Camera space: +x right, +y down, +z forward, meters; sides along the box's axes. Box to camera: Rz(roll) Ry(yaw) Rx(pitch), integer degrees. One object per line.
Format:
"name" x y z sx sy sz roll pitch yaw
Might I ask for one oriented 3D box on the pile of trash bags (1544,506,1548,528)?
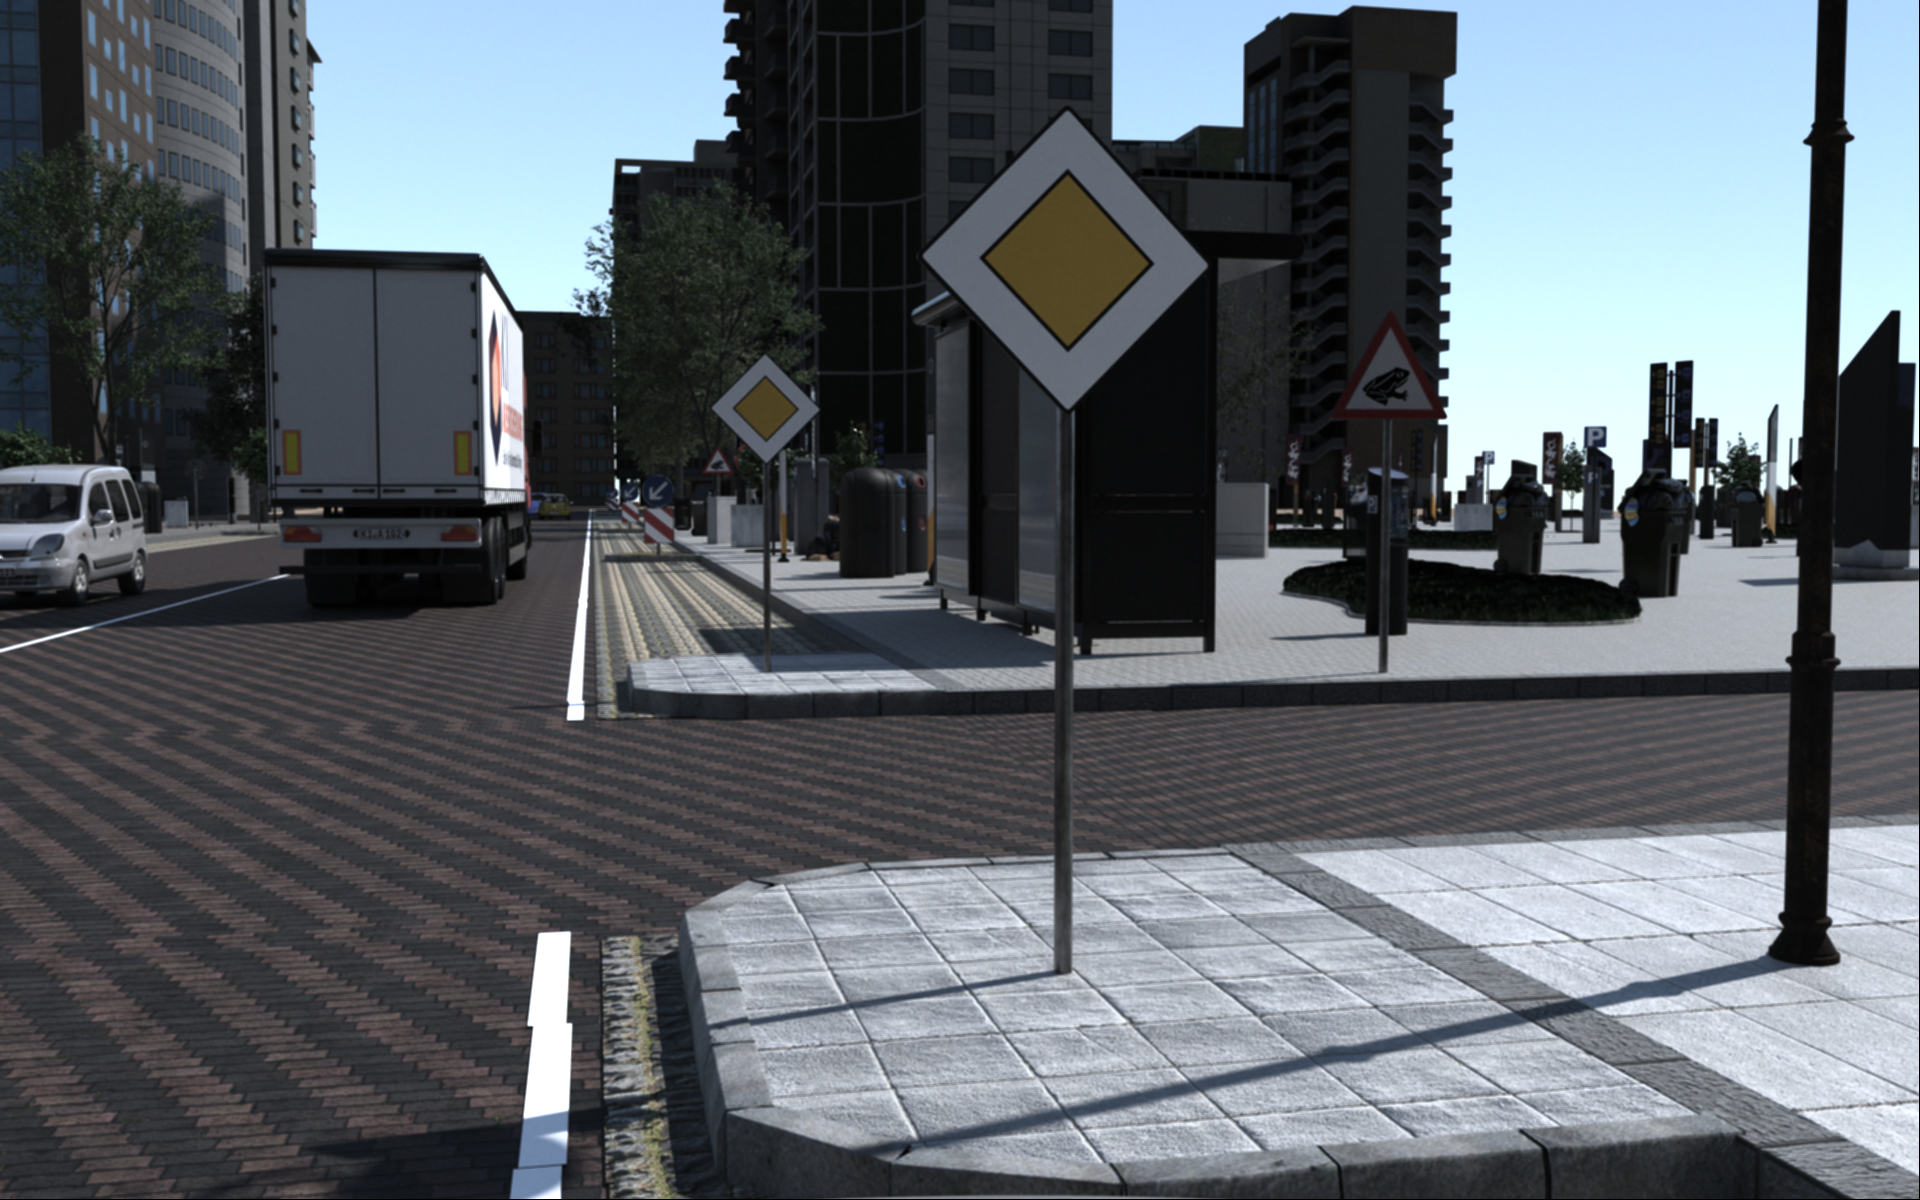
"pile of trash bags" 21.517 -3.447 66.108 1.912 1.369 3.447 2 4 25

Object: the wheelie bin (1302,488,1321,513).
"wheelie bin" 18.980 -5.239 93.567 0.980 1.594 0.693 0 4 7

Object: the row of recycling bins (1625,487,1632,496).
"row of recycling bins" 37.176 -5.385 95.160 1.069 1.692 3.534 2 4 27

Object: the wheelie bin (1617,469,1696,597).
"wheelie bin" 8.723 -0.848 21.769 0.693 1.594 0.980 3 5 43

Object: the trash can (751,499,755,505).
"trash can" -6.221 -2.606 54.260 0.748 1.137 0.748 0 3 0

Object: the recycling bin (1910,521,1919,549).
"recycling bin" 22.055 -1.718 40.638 0.722 1.027 0.722 1 4 12

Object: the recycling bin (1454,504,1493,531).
"recycling bin" 13.379 -1.994 45.154 0.722 1.027 0.722 -1 4 -18

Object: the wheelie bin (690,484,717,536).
"wheelie bin" -7.826 -2.760 53.033 0.980 1.594 0.693 3 4 36

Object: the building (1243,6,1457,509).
"building" 34.976 -31.074 158.169 14.200 45.320 14.600 -1 4 -12

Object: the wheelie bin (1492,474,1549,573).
"wheelie bin" 9.099 -1.231 28.041 0.980 1.594 0.693 -3 5 -41

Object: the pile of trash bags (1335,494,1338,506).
"pile of trash bags" 20.758 -4.926 90.299 3.447 1.369 1.912 0 4 1

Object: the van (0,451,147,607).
"van" -12.255 -0.991 23.211 2.013 2.044 4.112 -1 4 -11

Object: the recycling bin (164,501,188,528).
"recycling bin" -29.734 -3.250 65.695 0.722 1.027 0.722 -2 4 -34

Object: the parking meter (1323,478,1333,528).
"parking meter" 13.586 -3.563 63.971 0.255 1.863 0.399 0 4 -7

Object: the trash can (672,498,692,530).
"trash can" -9.786 -3.029 61.177 0.748 1.137 0.748 0 3 0

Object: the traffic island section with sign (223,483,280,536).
"traffic island section with sign" -24.442 -3.161 60.303 1.989 1.847 2.006 -1 4 -12

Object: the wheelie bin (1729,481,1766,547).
"wheelie bin" 19.097 -2.088 42.040 0.693 1.594 0.980 0 4 4

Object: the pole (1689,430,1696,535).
"pole" 23.195 -3.731 54.843 0.158 3.312 0.155 0 3 0

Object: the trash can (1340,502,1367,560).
"trash can" 7.611 -1.307 33.020 0.748 1.137 0.748 0 3 0

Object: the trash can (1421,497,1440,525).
"trash can" 19.851 -3.758 73.099 0.748 1.137 0.748 0 3 0

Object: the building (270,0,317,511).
"building" -63.193 -31.242 134.515 21.600 48.544 21.300 -1 4 -12

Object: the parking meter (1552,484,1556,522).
"parking meter" 27.400 -4.512 79.482 0.255 1.863 0.399 -3 5 -43

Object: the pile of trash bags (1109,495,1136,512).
"pile of trash bags" 4.255 -3.002 58.828 1.912 1.369 3.447 -3 5 -42

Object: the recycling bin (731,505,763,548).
"recycling bin" -5.087 -1.780 41.655 0.722 1.027 0.722 -1 4 -20

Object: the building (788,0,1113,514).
"building" -2.478 -41.504 116.846 20.563 71.187 20.611 -1 4 -12

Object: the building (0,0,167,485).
"building" -49.346 -26.699 86.640 14.600 45.320 14.200 -1 4 -12

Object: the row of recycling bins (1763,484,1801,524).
"row of recycling bins" 35.193 -4.088 73.958 3.534 1.692 1.069 2 4 28

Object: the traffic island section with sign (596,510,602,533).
"traffic island section with sign" -12.288 -3.378 63.852 1.989 1.847 2.006 -1 4 -12

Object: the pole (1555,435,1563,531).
"pole" 20.534 -4.007 59.352 0.158 3.312 0.155 0 3 0

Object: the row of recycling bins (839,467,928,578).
"row of recycling bins" -1.095 -1.274 27.950 1.069 1.692 3.534 1 4 16

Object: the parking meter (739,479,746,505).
"parking meter" -8.336 -3.710 66.374 0.255 1.863 0.399 -1 4 -15

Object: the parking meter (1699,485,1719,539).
"parking meter" 21.275 -2.501 49.304 0.372 1.533 0.369 0 3 0

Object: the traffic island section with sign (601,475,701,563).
"traffic island section with sign" -6.574 -1.734 36.985 1.989 1.847 2.006 -1 4 -12

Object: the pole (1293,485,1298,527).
"pole" 12.991 -4.471 66.949 0.158 3.312 0.155 0 3 0

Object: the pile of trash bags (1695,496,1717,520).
"pile of trash bags" 38.184 -4.709 86.737 3.447 1.369 1.912 0 4 -2

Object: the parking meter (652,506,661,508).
"parking meter" -13.372 -4.156 76.354 0.372 1.533 0.369 0 3 0

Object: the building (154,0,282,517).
"building" -56.115 -34.550 106.892 21.231 58.520 28.212 -1 4 -12

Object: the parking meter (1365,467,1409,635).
"parking meter" 3.911 -0.455 15.849 0.372 1.533 0.369 0 3 0

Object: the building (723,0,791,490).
"building" -7.698 -29.796 141.789 22.147 44.769 28.867 -1 4 -12

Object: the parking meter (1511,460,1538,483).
"parking meter" 9.546 -1.444 29.318 0.255 1.863 0.399 -3 5 -42

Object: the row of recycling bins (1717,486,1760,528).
"row of recycling bins" 29.920 -3.646 66.724 1.069 1.692 3.534 1 4 16

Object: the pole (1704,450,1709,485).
"pole" 34.312 -5.247 79.634 0.158 3.312 0.155 0 3 0

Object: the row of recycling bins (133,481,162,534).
"row of recycling bins" -26.741 -2.946 55.276 1.069 1.692 3.534 1 4 10
